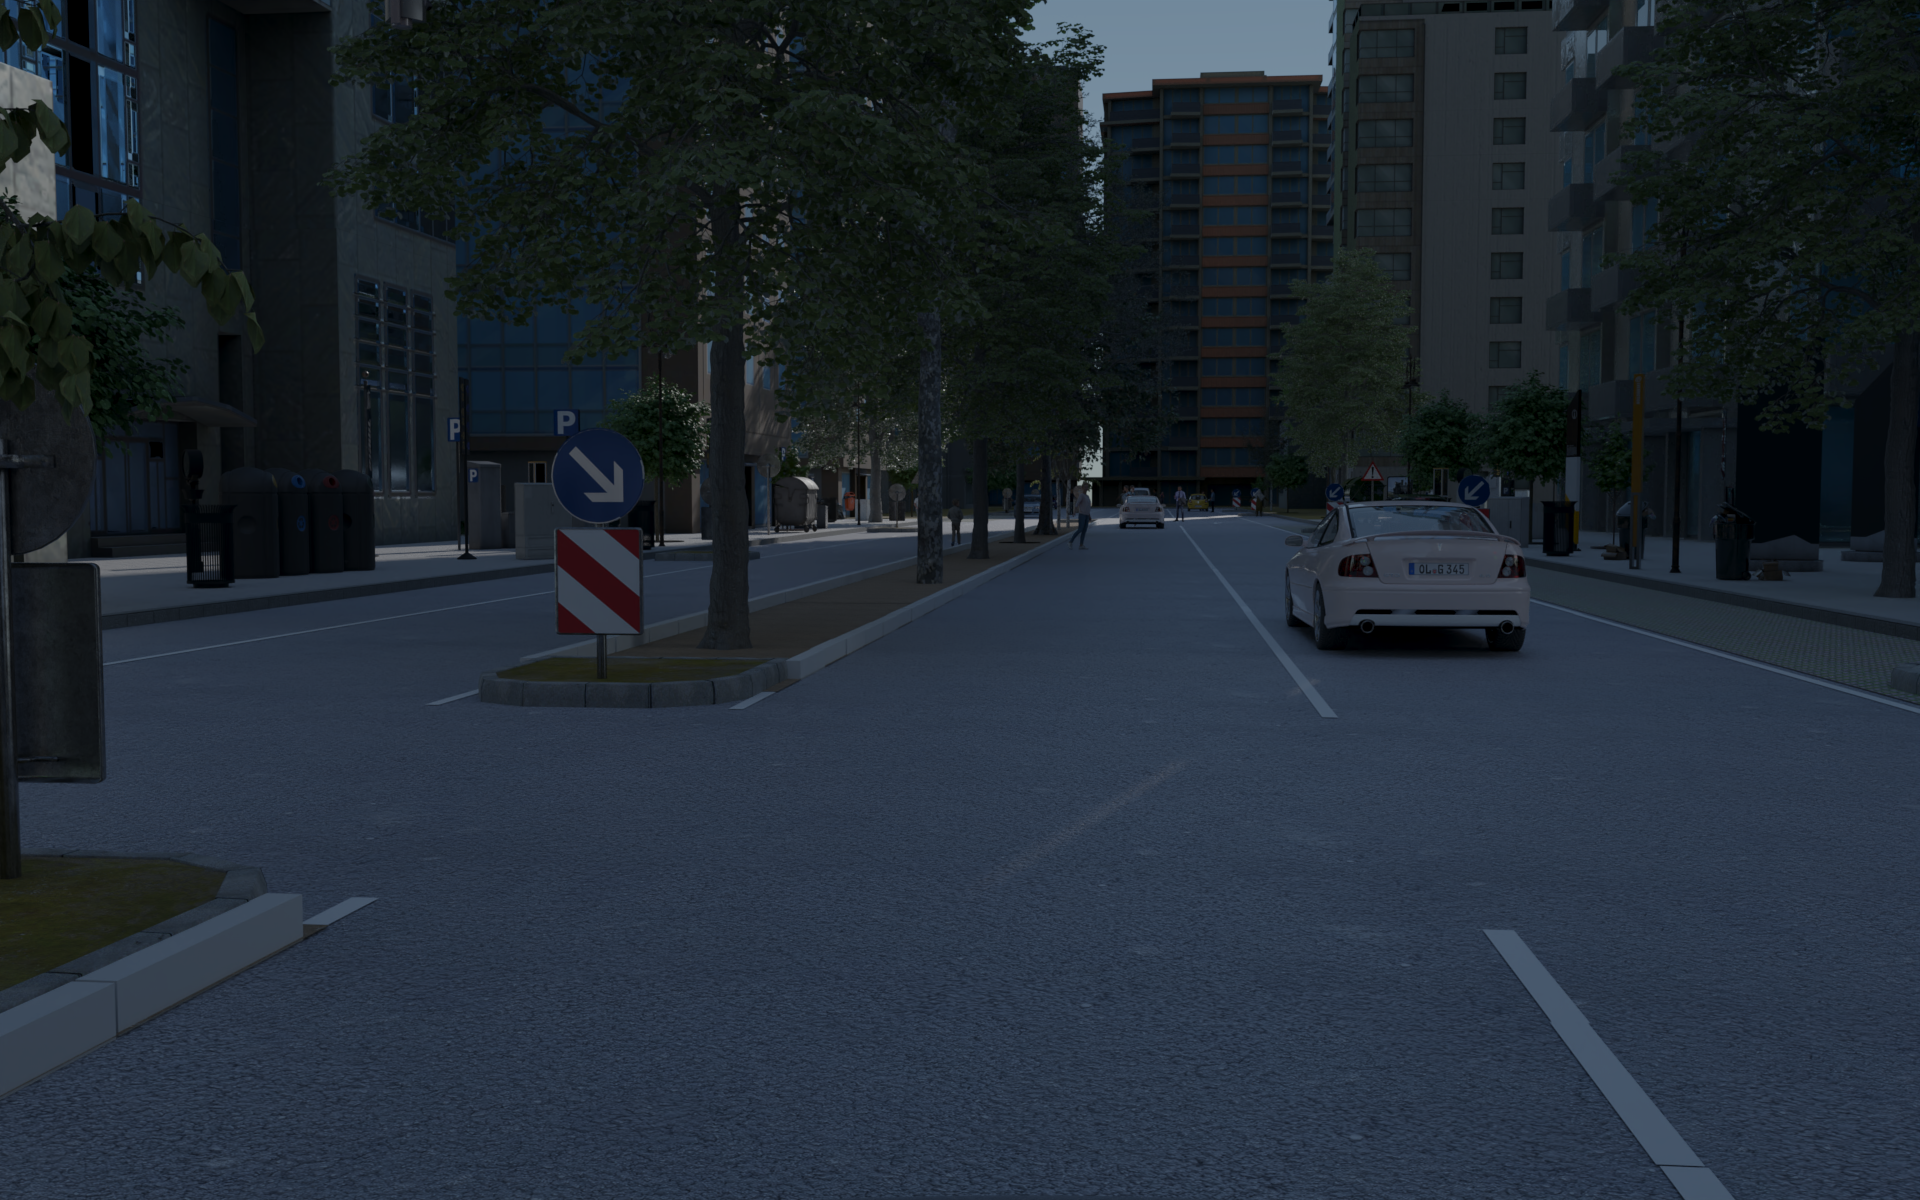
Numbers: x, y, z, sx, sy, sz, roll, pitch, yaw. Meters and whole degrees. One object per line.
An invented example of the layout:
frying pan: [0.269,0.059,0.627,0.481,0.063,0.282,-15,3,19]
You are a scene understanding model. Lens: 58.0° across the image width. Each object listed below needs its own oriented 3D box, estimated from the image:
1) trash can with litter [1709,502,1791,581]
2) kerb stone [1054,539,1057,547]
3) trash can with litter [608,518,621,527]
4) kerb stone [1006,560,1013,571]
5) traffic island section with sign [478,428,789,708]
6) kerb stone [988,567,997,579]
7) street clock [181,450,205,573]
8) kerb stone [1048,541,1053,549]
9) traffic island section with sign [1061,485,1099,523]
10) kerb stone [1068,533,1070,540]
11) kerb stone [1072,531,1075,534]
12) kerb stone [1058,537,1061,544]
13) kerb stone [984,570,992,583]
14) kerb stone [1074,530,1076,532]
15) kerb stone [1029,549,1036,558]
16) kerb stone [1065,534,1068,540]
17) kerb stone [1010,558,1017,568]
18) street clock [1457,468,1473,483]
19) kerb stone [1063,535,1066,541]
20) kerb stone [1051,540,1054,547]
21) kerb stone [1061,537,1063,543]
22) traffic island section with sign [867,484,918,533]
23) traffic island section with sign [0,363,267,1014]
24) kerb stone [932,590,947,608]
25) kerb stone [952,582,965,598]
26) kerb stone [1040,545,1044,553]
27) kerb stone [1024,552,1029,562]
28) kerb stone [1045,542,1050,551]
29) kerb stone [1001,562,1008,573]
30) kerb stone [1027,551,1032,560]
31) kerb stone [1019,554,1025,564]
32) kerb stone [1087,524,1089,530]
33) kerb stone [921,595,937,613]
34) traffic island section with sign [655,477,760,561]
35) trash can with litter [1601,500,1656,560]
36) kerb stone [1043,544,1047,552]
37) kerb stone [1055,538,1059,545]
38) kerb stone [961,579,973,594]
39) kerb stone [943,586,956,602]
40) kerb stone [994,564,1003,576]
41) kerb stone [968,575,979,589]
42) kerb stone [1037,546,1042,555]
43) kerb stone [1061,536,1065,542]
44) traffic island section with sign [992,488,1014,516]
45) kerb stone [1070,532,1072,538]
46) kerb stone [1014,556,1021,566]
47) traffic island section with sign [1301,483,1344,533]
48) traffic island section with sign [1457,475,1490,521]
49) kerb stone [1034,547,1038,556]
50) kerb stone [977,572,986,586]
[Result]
trash can with litter: [11.785,-0.884,25.846,1.055,1.170,0.624,1,4,10]
kerb stone: [2.437,-1.475,46.401,0.120,0.150,1.000,0,4,6]
trash can with litter: [-7.946,-1.656,38.463,0.624,1.170,1.055,-2,4,-33]
kerb stone: [0.836,-0.608,32.138,0.120,0.150,1.000,0,4,6]
traffic island section with sign: [-2.415,-0.270,12.555,2.006,1.907,1.989,0,4,6]
kerb stone: [0.478,-0.413,29.091,0.120,0.150,1.000,0,4,6]
street clock: [-12.498,-1.448,28.249,0.358,2.002,0.471,-3,4,-38]
kerb stone: [2.218,-1.356,44.358,0.120,0.150,1.000,0,4,6]
traffic island section with sign: [5.992,-4.837,87.224,2.006,1.907,1.989,0,4,6]
kerb stone: [3.235,-1.915,53.526,0.120,0.150,1.000,0,4,6]
kerb stone: [3.590,-2.103,56.580,0.120,0.150,1.000,0,4,6]
kerb stone: [2.668,-1.604,48.435,0.120,0.150,1.000,0,4,6]
kerb stone: [0.372,-0.355,28.074,0.120,0.150,1.000,0,4,6]
kerb stone: [3.700,-2.165,57.600,0.120,0.150,1.000,0,4,6]
kerb stone: [1.518,-0.981,38.241,0.120,0.150,1.000,0,4,6]
kerb stone: [3.120,-1.853,52.508,0.120,0.150,1.000,0,4,6]
kerb stone: [0.943,-0.662,33.155,0.120,0.150,1.000,0,4,6]
street clock: [14.011,-2.662,48.095,0.471,2.002,0.358,-3,4,-38]
kerb stone: [2.999,-1.792,51.489,0.120,0.150,1.000,0,4,6]
kerb stone: [2.320,-1.418,45.376,0.120,0.150,1.000,0,4,6]
kerb stone: [2.780,-1.665,49.456,0.120,0.150,1.000,0,4,6]
traffic island section with sign: [-2.381,-3.470,65.357,1.989,1.847,2.006,0,4,6]
traffic island section with sign: [-3.255,0.180,5.196,2.006,1.907,1.989,0,4,6]
kerb stone: [-0.313,0.013,21.978,0.120,0.150,1.000,0,4,6]
kerb stone: [-0.087,-0.109,24.011,0.120,0.150,1.000,0,4,6]
kerb stone: [1.860,-1.169,41.305,0.120,0.150,1.000,0,4,6]
kerb stone: [1.286,-0.854,36.208,0.120,0.150,1.000,0,4,6]
kerb stone: [2.097,-1.293,43.339,0.120,0.150,1.000,0,4,6]
kerb stone: [0.711,-0.544,31.122,0.120,0.150,1.000,0,4,6]
kerb stone: [1.405,-0.915,37.223,0.120,0.150,1.000,0,4,6]
kerb stone: [1.174,-0.795,35.192,0.120,0.150,1.000,0,4,6]
kerb stone: [4.958,-2.850,68.794,0.120,0.150,1.000,0,4,6]
kerb stone: [-0.432,0.075,20.963,0.120,0.150,1.000,0,4,6]
traffic island section with sign: [-5.470,-1.797,38.003,1.989,1.847,2.006,0,4,6]
trash can with litter: [13.028,-1.371,33.797,1.055,1.170,0.624,-3,4,-37]
kerb stone: [1.980,-1.228,42.322,0.120,0.150,1.000,0,4,6]
kerb stone: [2.558,-1.543,47.416,0.120,0.150,1.000,0,4,6]
kerb stone: [0.036,-0.173,25.025,0.120,0.150,1.000,0,4,6]
kerb stone: [-0.205,-0.049,22.995,0.120,0.150,1.000,0,4,6]
kerb stone: [0.591,-0.484,30.106,0.120,0.150,1.000,0,4,6]
kerb stone: [0.145,-0.232,26.042,0.120,0.150,1.000,0,4,6]
kerb stone: [1.747,-1.096,40.285,0.120,0.150,1.000,0,4,6]
kerb stone: [2.892,-1.729,50.472,0.120,0.150,1.000,0,4,6]
traffic island section with sign: [3.169,-6.486,114.676,1.989,1.847,2.006,0,4,6]
kerb stone: [3.354,-1.978,54.543,0.120,0.150,1.000,0,4,6]
kerb stone: [1.060,-0.732,34.170,0.120,0.150,1.000,0,4,6]
traffic island section with sign: [13.607,-3.372,63.759,1.989,1.847,2.006,0,4,6]
traffic island section with sign: [10.520,-1.693,36.312,1.989,1.847,2.006,0,4,6]
kerb stone: [1.620,-1.044,39.261,0.120,0.150,1.000,0,4,6]
kerb stone: [0.255,-0.297,27.058,0.120,0.150,1.000,0,4,6]
